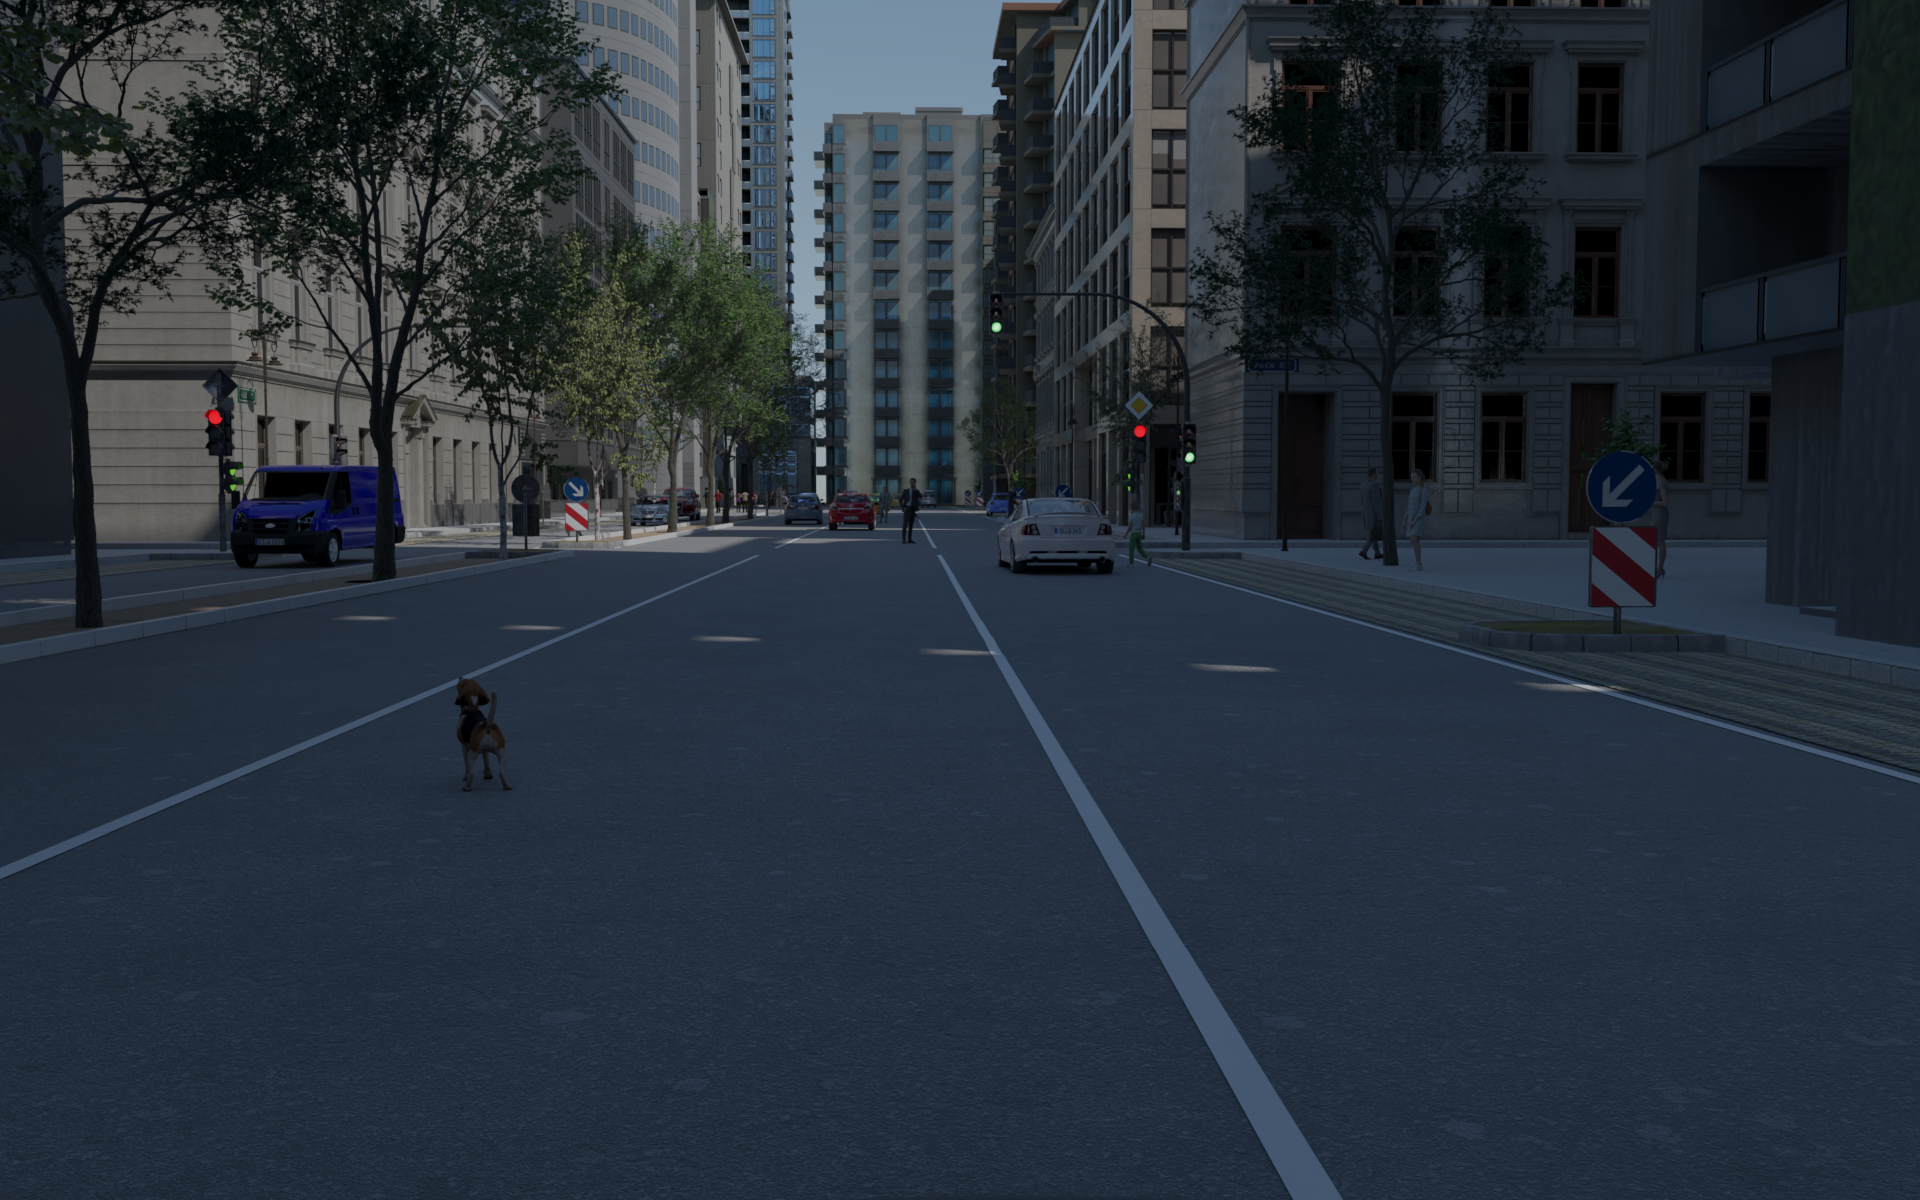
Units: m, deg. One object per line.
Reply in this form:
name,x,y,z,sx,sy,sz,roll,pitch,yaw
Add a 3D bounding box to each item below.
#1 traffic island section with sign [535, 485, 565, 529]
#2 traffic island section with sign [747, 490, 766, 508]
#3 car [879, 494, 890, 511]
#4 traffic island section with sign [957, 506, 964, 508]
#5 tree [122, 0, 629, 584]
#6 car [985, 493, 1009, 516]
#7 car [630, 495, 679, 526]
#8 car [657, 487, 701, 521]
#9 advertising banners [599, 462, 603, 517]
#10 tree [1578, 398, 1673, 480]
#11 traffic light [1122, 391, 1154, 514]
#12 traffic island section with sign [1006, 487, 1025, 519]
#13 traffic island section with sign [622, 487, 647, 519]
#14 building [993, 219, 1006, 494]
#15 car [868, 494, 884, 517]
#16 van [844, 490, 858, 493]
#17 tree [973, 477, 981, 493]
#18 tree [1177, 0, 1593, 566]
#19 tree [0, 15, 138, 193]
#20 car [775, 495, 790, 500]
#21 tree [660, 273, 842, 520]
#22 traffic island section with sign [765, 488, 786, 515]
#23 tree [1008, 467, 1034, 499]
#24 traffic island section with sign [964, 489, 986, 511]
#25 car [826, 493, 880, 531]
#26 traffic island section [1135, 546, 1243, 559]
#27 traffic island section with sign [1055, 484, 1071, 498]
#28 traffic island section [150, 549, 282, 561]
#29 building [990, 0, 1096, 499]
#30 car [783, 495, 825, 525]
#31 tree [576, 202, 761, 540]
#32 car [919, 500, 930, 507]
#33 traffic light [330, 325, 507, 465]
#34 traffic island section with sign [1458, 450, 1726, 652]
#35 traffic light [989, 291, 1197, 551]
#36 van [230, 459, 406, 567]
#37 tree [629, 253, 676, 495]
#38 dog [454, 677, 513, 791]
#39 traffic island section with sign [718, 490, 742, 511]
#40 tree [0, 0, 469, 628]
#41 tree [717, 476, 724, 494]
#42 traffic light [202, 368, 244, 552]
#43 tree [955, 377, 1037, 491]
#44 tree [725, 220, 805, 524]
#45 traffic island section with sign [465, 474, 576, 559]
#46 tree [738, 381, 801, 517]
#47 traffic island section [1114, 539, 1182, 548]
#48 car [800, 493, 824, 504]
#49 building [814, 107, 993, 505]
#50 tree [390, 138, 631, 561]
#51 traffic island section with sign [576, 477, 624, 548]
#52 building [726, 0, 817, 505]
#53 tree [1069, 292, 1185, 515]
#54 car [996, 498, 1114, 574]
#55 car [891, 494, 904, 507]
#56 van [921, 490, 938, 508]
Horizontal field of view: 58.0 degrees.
traffic island section with sign,-17.211,-3.832,71.285,1.989,1.847,2.006,0,4,-2
traffic island section with sign,-20.597,-10.197,175.342,1.989,1.847,2.006,0,4,-2
car,-6.728,-8.275,144.094,1.959,1.807,4.718,0,4,-1
traffic island section with sign,0.680,-10.309,177.171,1.989,1.847,2.006,0,4,-2
tree,-9.147,-6.066,27.391,9.928,11.665,9.643,0,3,0
car,2.616,-6.232,111.476,1.945,1.707,3.694,0,4,-4
car,-13.876,-4.084,78.777,2.014,1.417,4.499,0,4,-1
car,-15.189,-5.201,93.714,2.281,1.827,5.304,0,4,-4
advertising banners,-19.729,-6.036,94.872,0.090,3.025,2.074,0,4,0
tree,13.462,-2.475,35.063,1.663,3.219,1.824,0,3,0
traffic light,4.851,-3.568,47.265,0.839,4.253,0.868,0,4,-2
traffic island section with sign,3.222,-5.522,98.907,1.989,1.847,2.006,0,4,-2
traffic island section with sign,-18.093,-5.490,98.390,1.989,1.847,2.006,0,4,-2
building,10.338,-24.800,177.187,14.160,30.474,14.107,0,4,-2
car,-5.615,-5.996,108.261,2.015,1.641,3.980,0,4,-3
van,-10.969,-10.257,174.705,2.013,2.044,4.112,0,4,0
tree,2.295,-12.582,200.318,1.663,3.219,1.824,0,3,0
tree,7.390,-5.895,30.790,7.601,10.594,8.767,0,3,0
tree,-8.997,-5.523,10.882,7.486,12.596,7.792,0,3,0
car,-18.676,-10.510,184.424,1.945,1.354,3.894,0,4,-2
tree,-11.501,-11.125,94.724,12.009,13.543,11.850,0,3,0
traffic island section with sign,-12.632,-6.943,121.651,2.006,1.907,1.989,0,4,-2
tree,4.170,-8.283,130.024,1.663,3.219,1.824,0,3,0
traffic island section with sign,1.571,-8.629,149.711,1.989,1.847,2.006,0,4,-2
car,-4.304,-3.694,69.432,2.155,1.783,4.494,0,4,-1
traffic island section,5.151,-1.047,39.399,2.009,0.180,2.903,0,4,-2
traffic island section with sign,4.107,-3.874,71.966,1.989,1.847,2.006,0,4,-2
traffic island section,-16.480,-1.004,38.704,2.009,0.180,2.903,0,4,-2
building,14.139,-30.629,155.415,22.147,44.769,28.867,0,4,-2
car,-7.377,-4.274,81.877,2.014,1.417,4.499,0,4,-4
tree,-10.330,-7.158,53.899,8.767,10.594,7.601,0,4,-2
car,-4.288,-11.354,197.632,2.014,1.417,4.499,0,4,-2
traffic light,-14.611,-4.403,46.654,4.771,5.953,1.251,0,4,-2
traffic island section with sign,5.894,-0.484,16.535,1.989,1.847,2.006,0,4,-2
traffic light,3.022,-3.939,39.075,4.771,5.953,1.251,0,4,-2
van,-13.176,-1.910,35.609,2.240,2.365,5.245,0,3,0
tree,-10.039,-5.804,47.707,4.737,8.622,4.395,0,3,0
dog,-2.367,0.659,8.517,0.540,0.507,0.406,2,4,24
traffic island section with sign,-19.723,-8.549,148.401,1.989,1.847,2.006,0,4,-2
tree,-9.307,-4.997,18.566,8.767,10.594,7.601,0,4,-2
tree,-23.251,-10.626,168.339,1.663,3.219,1.824,0,3,0
traffic light,-16.439,-3.037,38.570,0.839,4.253,0.868,0,4,-2
tree,3.967,-12.384,136.891,8.767,10.594,7.601,0,4,-7
tree,-10.501,-8.272,63.457,9.928,11.665,9.643,0,3,0
traffic island section with sign,-9.951,-1.897,39.149,2.006,1.907,1.989,0,4,-2
tree,-11.642,-9.277,104.494,4.737,8.622,4.395,0,3,0
traffic island section,4.891,-1.535,47.380,2.009,0.180,2.903,0,4,-2
car,-10.238,-6.591,117.361,1.945,1.707,3.694,0,4,-1
building,-2.750,-36.551,217.212,30.456,49.044,23.786,0,4,-2
tree,-9.388,-5.046,35.320,4.737,8.622,4.395,0,3,0
traffic island section with sign,-10.182,-2.350,46.552,2.006,1.907,1.989,0,4,-2
building,-33.720,-55.165,214.621,31.000,86.520,22.319,0,4,-2
tree,6.358,-6.874,62.755,4.360,8.622,3.978,0,3,0
car,1.761,-1.242,32.663,2.083,1.381,4.827,0,4,-4
car,-5.940,-9.448,164.704,2.015,1.641,3.980,0,4,-3
van,-3.293,-10.726,182.387,2.013,2.044,4.112,0,4,-2
